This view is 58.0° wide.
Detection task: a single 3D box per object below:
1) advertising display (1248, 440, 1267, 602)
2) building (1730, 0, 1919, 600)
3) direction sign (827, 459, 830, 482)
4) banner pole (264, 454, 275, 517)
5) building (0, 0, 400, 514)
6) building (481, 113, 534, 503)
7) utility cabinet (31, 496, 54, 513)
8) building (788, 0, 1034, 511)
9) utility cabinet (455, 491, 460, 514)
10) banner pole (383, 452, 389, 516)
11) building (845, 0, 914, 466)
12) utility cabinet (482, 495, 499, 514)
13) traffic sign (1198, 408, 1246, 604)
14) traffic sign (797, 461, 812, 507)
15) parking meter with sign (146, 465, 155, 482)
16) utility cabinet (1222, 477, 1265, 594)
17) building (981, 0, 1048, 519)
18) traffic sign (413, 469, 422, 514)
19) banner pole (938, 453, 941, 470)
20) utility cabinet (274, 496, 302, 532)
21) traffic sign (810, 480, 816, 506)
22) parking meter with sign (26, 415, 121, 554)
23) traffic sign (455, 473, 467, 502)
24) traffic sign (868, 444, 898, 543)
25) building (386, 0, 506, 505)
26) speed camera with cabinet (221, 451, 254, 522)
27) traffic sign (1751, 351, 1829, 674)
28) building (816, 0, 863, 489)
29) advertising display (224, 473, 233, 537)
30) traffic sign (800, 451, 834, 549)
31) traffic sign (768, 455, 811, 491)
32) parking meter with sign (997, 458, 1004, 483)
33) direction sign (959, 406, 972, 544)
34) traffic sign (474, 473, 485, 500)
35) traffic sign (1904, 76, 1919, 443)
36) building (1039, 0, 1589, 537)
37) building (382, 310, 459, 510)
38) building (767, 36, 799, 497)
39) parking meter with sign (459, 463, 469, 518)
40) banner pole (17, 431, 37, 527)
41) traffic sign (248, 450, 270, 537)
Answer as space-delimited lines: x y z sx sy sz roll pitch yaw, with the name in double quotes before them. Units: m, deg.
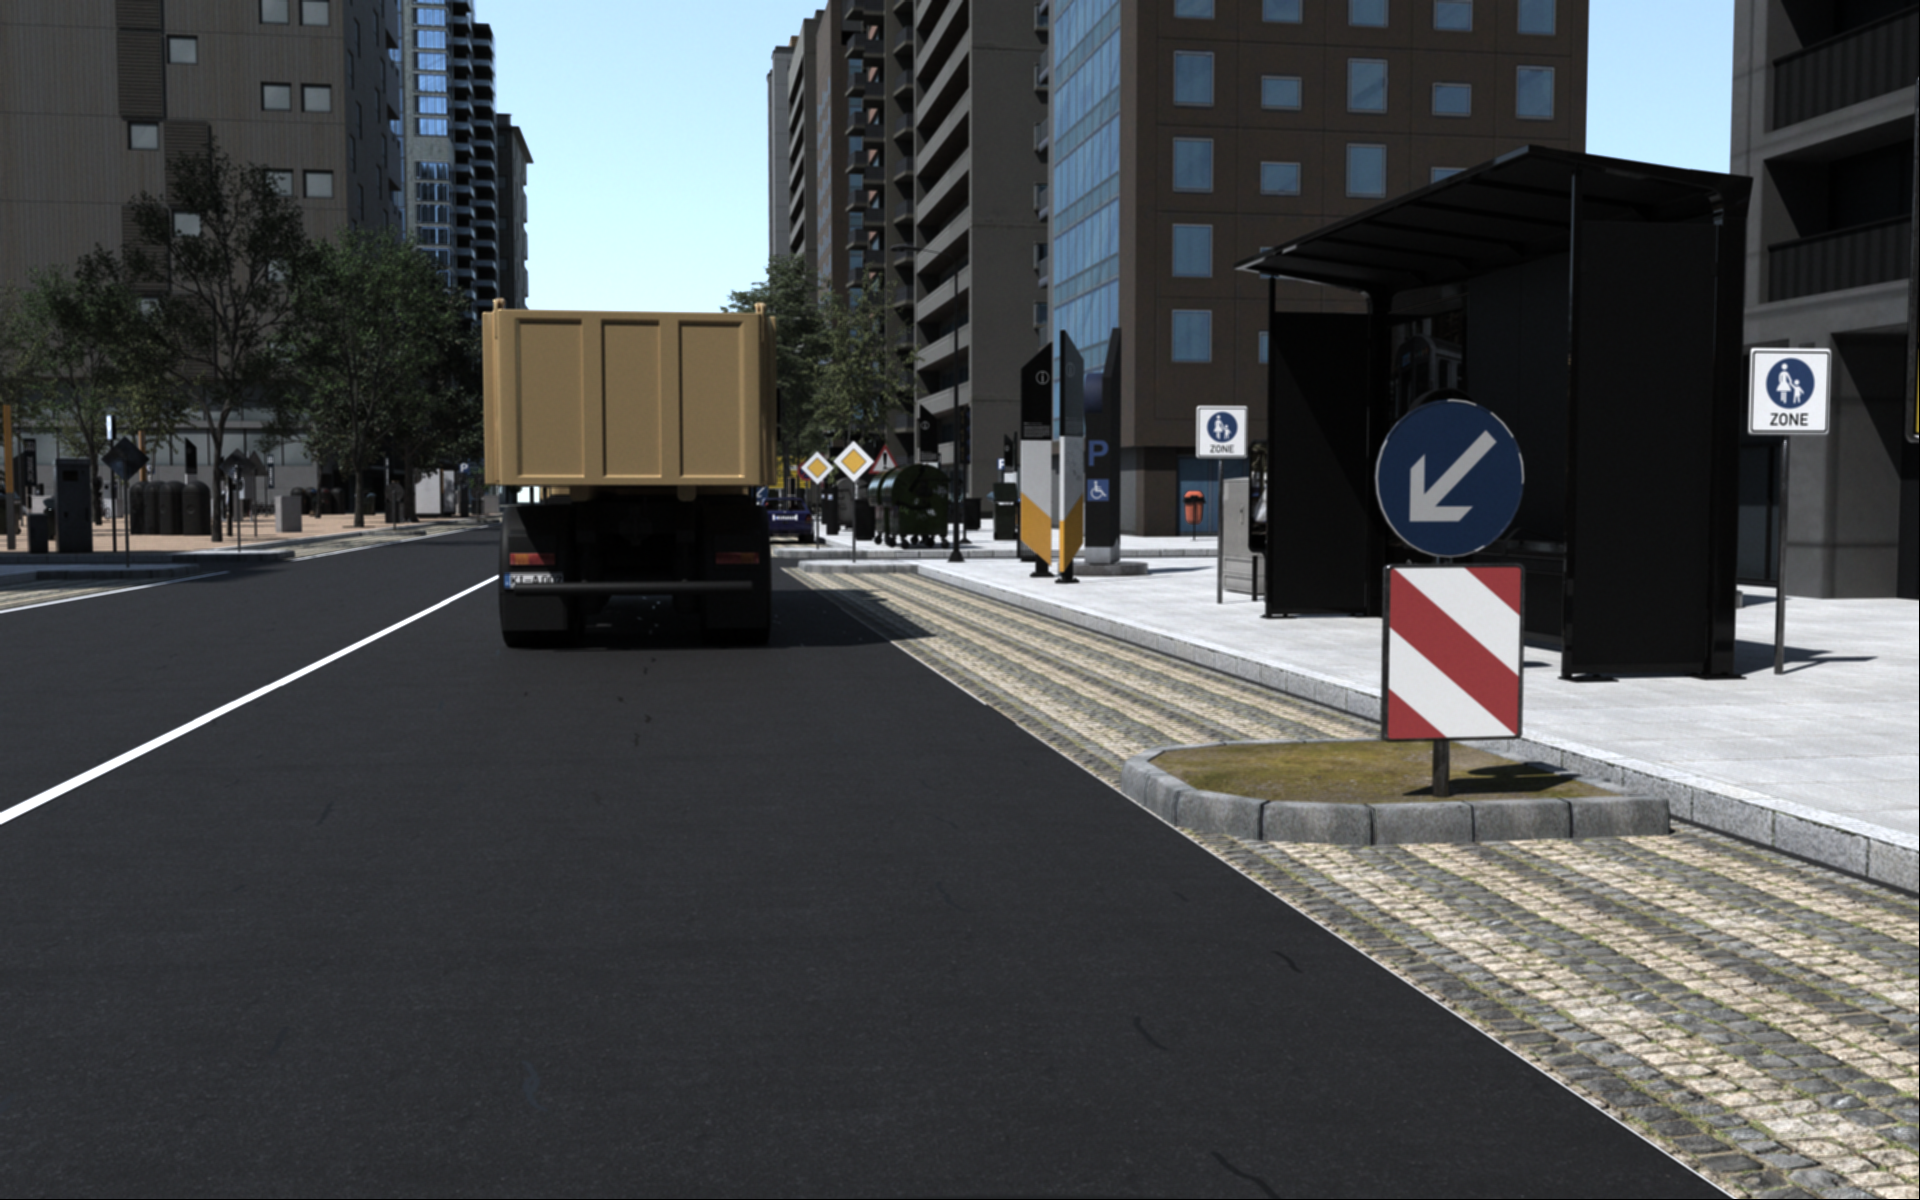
"advertising display" 3.734 -0.924 20.319 0.123 1.923 0.974 -2 4 -28
"building" 21.383 -35.332 15.927 20.563 71.187 20.611 -1 4 -10
"direction sign" -8.171 -7.357 112.287 0.876 3.537 0.379 0 4 -1
"banner pole" -38.444 -6.503 96.333 0.863 3.779 0.401 2 4 24
"building" -54.615 -32.527 121.059 28.713 52.752 27.495 -1 4 -10
"building" -74.745 -39.906 241.705 28.713 52.752 27.495 -1 4 -10
"utility cabinet" -32.736 -3.109 61.997 1.020 1.237 0.306 1 4 23
"building" -5.609 -33.580 172.733 21.300 48.544 21.600 -1 4 -10
"utility cabinet" -32.171 -6.203 110.090 1.173 1.500 0.318 2 4 28
"banner pole" -33.998 -6.893 102.720 0.401 3.779 0.863 -3 4 -37
"building" 2.754 -29.337 134.291 22.147 44.769 28.867 -1 4 -10
"utility cabinet" -30.443 -6.179 112.183 1.020 1.237 0.306 -2 4 -33
"traffic sign" 3.041 -1.106 20.210 0.606 2.300 0.079 0 4 -7
"traffic sign" -5.893 -4.078 66.777 0.768 2.556 0.104 -1 4 -9
"parking meter with sign" -47.889 -6.496 102.467 0.543 3.016 1.738 -2 4 -26
"utility cabinet" 3.744 -0.841 22.435 0.318 1.500 1.173 -1 4 -13
"building" 9.361 -29.118 99.783 21.300 48.544 21.600 -1 4 -10
"traffic sign" -27.322 -5.300 86.766 0.768 2.556 0.104 -1 4 -9
"banner pole" -1.410 -6.300 93.022 0.863 3.779 0.401 -1 4 -15
"utility cabinet" -22.609 -2.883 58.298 0.306 1.237 1.020 1 4 17
"traffic sign" -7.847 -5.569 91.050 0.884 2.594 0.081 0 4 -5
"parking meter with sign" -19.386 -2.540 37.791 1.738 3.016 0.543 -3 4 -37
"traffic sign" -30.159 -6.395 104.666 0.768 2.556 0.104 0 4 -1
"traffic sign" -1.958 -2.774 45.353 0.884 2.594 0.081 0 4 -2
"building" -67.375 -55.024 212.309 22.319 86.520 31.000 -1 4 -10
"speed camera with cabinet" -33.237 -5.220 79.685 2.038 3.252 0.660 3 4 38
"traffic sign" 5.826 -0.619 12.255 0.606 2.300 0.079 0 4 -7
"building" -5.232 -30.864 154.729 14.600 45.320 14.200 -1 4 -10
"advertising display" -22.214 -2.900 52.626 0.123 1.923 0.974 -2 4 -30
"traffic sign" -3.309 -2.236 40.201 0.795 2.450 0.064 -1 4 -10
"traffic sign" -8.912 -5.911 90.515 2.265 3.308 0.079 0 4 -7
"parking meter with sign" 2.258 -5.455 85.452 0.543 3.016 1.738 1 4 12
"direction sign" 0.121 -3.229 44.799 0.379 3.537 0.876 1 4 18
"traffic sign" -29.232 -6.447 105.513 0.768 2.556 0.104 0 4 -6
"traffic sign" 5.758 -0.899 8.569 2.265 3.308 0.079 0 4 -3
"building" 11.018 -24.947 57.986 14.200 45.320 14.600 -1 4 -10
"building" -59.369 -18.637 149.753 27.650 21.520 28.899 -1 4 -10
"building" -15.003 -42.169 231.466 21.231 58.520 28.212 -1 4 -10
"parking meter with sign" -27.342 -6.070 95.498 0.543 3.016 1.738 -1 4 -15
"banner pole" -36.996 -4.809 68.643 0.401 3.779 0.863 3 4 39
"traffic sign" -21.025 -3.158 51.640 0.884 2.594 0.081 0 4 -2
